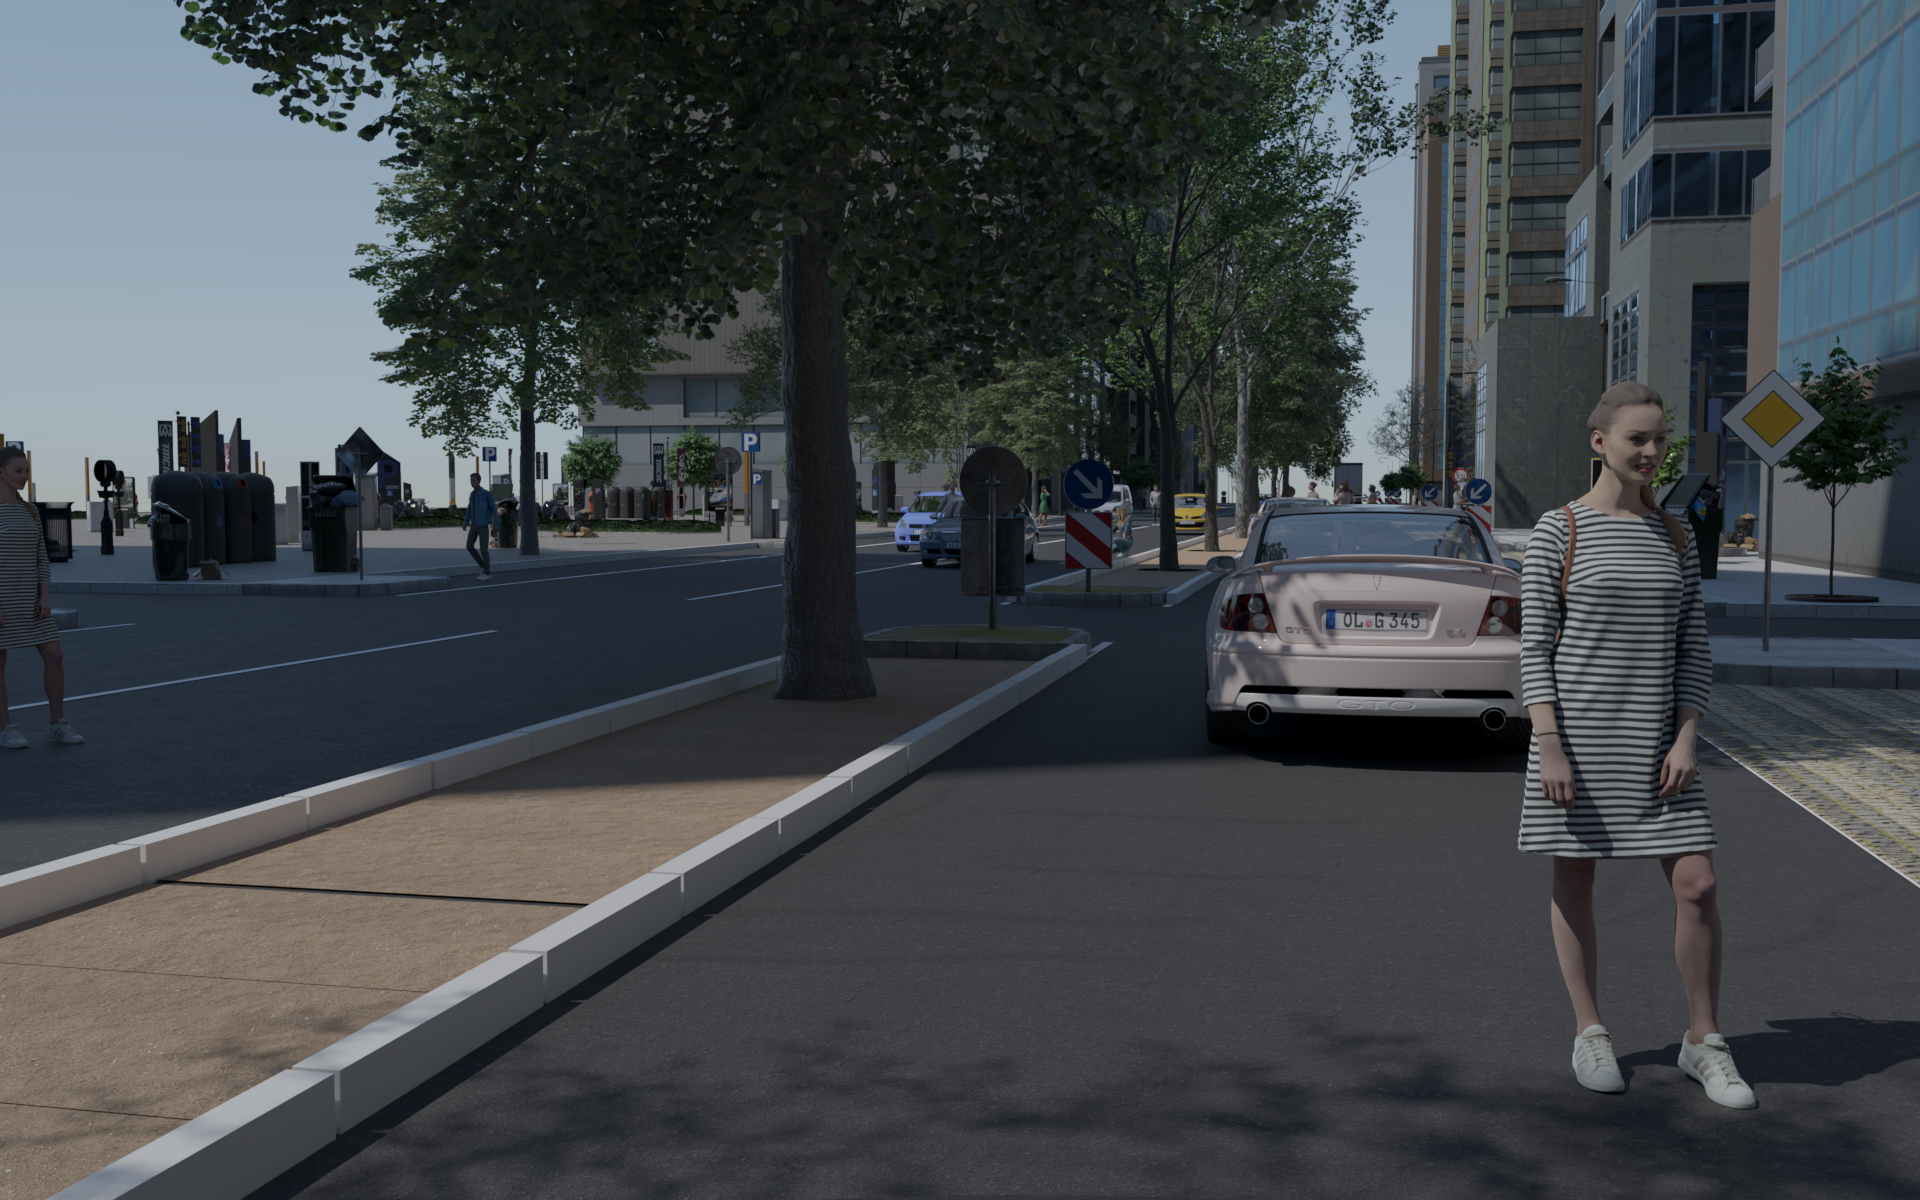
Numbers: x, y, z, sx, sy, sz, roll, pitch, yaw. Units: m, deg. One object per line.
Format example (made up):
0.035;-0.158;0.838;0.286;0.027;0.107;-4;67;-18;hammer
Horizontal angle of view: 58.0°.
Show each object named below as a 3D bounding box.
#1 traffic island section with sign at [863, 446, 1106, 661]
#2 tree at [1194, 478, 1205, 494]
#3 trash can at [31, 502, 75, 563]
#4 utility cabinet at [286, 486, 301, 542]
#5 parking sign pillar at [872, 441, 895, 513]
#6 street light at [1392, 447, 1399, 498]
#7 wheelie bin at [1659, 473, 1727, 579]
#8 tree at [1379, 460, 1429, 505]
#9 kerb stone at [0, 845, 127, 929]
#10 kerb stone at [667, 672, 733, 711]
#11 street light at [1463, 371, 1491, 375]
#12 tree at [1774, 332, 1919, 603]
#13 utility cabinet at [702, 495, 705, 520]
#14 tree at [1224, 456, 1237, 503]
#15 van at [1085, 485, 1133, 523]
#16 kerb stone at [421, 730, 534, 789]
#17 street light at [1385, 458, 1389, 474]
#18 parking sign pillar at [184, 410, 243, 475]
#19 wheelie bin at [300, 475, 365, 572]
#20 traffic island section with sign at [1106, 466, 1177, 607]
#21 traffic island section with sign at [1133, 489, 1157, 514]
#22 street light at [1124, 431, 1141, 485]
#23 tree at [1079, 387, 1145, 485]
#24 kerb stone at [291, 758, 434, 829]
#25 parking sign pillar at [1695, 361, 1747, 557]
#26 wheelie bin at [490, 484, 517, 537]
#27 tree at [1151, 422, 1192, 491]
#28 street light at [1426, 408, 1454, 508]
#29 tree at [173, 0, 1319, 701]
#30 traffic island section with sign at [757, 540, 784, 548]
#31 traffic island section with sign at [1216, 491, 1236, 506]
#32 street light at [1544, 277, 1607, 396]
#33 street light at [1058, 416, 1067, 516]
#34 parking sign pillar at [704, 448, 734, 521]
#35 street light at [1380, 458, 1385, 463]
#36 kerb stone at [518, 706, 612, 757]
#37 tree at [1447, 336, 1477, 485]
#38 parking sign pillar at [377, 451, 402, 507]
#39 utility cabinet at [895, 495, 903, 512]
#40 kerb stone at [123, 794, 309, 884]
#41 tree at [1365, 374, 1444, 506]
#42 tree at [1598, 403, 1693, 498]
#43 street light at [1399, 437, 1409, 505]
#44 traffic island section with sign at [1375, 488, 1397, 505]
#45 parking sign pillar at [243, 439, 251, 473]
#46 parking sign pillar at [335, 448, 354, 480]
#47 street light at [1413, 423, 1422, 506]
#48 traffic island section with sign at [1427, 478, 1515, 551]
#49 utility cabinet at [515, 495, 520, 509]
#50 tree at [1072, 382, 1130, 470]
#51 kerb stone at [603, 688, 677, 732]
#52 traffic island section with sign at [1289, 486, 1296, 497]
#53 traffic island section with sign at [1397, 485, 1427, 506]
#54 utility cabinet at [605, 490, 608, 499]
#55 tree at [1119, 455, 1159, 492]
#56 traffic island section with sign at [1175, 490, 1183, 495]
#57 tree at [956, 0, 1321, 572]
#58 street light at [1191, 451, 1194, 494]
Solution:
0.173;-0.472;15.853;2.006;1.907;1.989;1;4;13;traffic island section with sign
28.670;-12.850;204.691;1.663;3.219;1.824;0;3;0;tree
-16.993;-1.274;32.484;0.748;1.137;0.748;0;3;0;trash can
-17.747;-2.288;46.095;0.318;1.500;1.173;-1;4;-18;utility cabinet
-3.845;-6.029;87.048;1.447;3.967;1.447;3;5;40;parking sign pillar
43.081;-12.028;169.203;1.470;5.913;1.316;1;4;13;street light
11.185;-1.129;26.361;0.693;1.594;0.980;0;4;-7;wheelie bin
42.401;-10.963;162.958;4.285;4.588;4.351;0;3;0;tree
-3.156;1.000;5.842;0.120;0.150;1.000;1;4;13;kerb stone
-1.801;0.633;11.839;0.120;0.150;1.000;1;4;13;kerb stone
19.691;-5.680;65.408;1.470;5.913;1.316;1;4;13;street light
10.377;-1.601;20.782;1.663;3.219;1.824;0;3;0;tree
-12.305;-4.599;86.363;1.020;1.237;0.306;-2;4;-25;utility cabinet
39.948;-18.468;252.320;4.360;8.622;3.978;0;3;0;tree
6.592;-4.248;76.466;2.013;2.044;4.112;1;4;13;van
-2.476;0.819;8.842;0.120;0.150;1.000;1;4;13;kerb stone
48.419;-13.486;193.032;1.470;5.913;1.316;1;4;13;street light
-24.369;-4.124;55.902;1.447;3.967;1.447;1;4;18;parking sign pillar
-10.292;-1.262;28.546;0.980;1.594;0.693;0;4;2;wheelie bin
1.809;-0.914;23.078;2.006;1.907;1.989;1;4;13;traffic island section with sign
12.921;-6.992;122.948;1.989;1.847;2.006;1;4;13;traffic island section with sign
12.756;-9.546;128.611;1.470;5.913;1.316;1;4;13;street light
10.396;-10.367;119.860;4.737;8.622;4.395;0;3;0;tree
-2.707;0.878;7.843;0.120;0.150;1.000;1;4;13;kerb stone
15.518;-2.893;35.778;1.447;3.967;1.447;2;4;31;parking sign pillar
-13.706;-2.685;51.807;0.980;1.594;0.693;0;4;-3;wheelie bin
20.246;-13.106;164.650;4.360;8.622;3.978;0;3;0;tree
26.076;-7.412;93.719;1.470;5.913;1.316;1;4;13;street light
-0.958;-6.274;11.688;9.857;13.997;8.962;0;3;0;tree
-4.230;-2.334;46.796;1.989;1.847;2.006;1;4;13;traffic island section with sign
31.038;-11.914;203.427;1.989;1.847;2.006;1;4;13;traffic island section with sign
13.194;-3.949;37.106;1.470;5.913;1.316;1;4;13;street light
6.387;-7.834;100.627;1.470;5.913;1.316;1;4;13;street light
-11.593;-5.793;83.180;1.447;3.967;1.447;0;4;6;parking sign pillar
54.785;-15.235;221.628;1.470;5.913;1.316;1;4;13;street light
-2.258;0.756;9.841;0.120;0.150;1.000;1;4;13;kerb stone
23.476;-7.724;76.655;4.360;8.622;3.978;0;3;0;tree
-32.725;-6.779;99.315;1.447;3.967;1.447;-1;4;-20;parking sign pillar
-3.539;-4.982;92.620;1.020;1.237;0.306;-2;4;-31;utility cabinet
-2.928;0.939;6.841;0.120;0.150;1.000;1;4;13;kerb stone
46.313;-16.302;176.913;12.009;13.543;11.850;0;3;0;tree
12.655;-2.291;32.059;1.663;3.219;1.824;0;3;0;tree
36.717;-10.297;140.897;1.470;5.913;1.316;1;4;13;street light
35.837;-8.367;145.434;1.989;1.847;2.006;1;4;13;traffic island section with sign
-25.684;-4.483;61.765;1.447;3.967;1.447;-3;4;-36;parking sign pillar
-35.839;-6.876;100.897;1.447;3.967;1.447;1;4;12;parking sign pillar
30.295;-8.586;112.924;1.470;5.913;1.316;1;4;13;street light
13.023;-2.169;44.084;1.989;1.847;2.006;1;4;13;traffic island section with sign
-21.370;-4.486;84.508;0.306;1.237;1.020;-3;5;-39;utility cabinet
9.127;-10.078;115.136;4.360;8.622;3.978;0;3;0;tree
-2.031;0.695;10.838;0.120;0.150;1.000;1;4;13;kerb stone
18.305;-5.398;96.390;2.006;1.907;1.989;1;4;13;traffic island section with sign
18.939;-3.777;70.384;1.989;1.847;2.006;1;4;13;traffic island section with sign
-19.465;-5.471;98.126;1.173;1.500;0.318;-2;4;-25;utility cabinet
15.064;-9.896;145.519;4.285;4.588;4.351;0;3;0;tree
18.919;-8.623;149.609;1.989;1.847;2.006;1;4;13;traffic island section with sign
3.793;-6.342;31.903;9.928;11.665;9.643;0;3;0;tree
24.946;-12.851;182.650;1.470;5.913;1.316;1;4;13;street light
